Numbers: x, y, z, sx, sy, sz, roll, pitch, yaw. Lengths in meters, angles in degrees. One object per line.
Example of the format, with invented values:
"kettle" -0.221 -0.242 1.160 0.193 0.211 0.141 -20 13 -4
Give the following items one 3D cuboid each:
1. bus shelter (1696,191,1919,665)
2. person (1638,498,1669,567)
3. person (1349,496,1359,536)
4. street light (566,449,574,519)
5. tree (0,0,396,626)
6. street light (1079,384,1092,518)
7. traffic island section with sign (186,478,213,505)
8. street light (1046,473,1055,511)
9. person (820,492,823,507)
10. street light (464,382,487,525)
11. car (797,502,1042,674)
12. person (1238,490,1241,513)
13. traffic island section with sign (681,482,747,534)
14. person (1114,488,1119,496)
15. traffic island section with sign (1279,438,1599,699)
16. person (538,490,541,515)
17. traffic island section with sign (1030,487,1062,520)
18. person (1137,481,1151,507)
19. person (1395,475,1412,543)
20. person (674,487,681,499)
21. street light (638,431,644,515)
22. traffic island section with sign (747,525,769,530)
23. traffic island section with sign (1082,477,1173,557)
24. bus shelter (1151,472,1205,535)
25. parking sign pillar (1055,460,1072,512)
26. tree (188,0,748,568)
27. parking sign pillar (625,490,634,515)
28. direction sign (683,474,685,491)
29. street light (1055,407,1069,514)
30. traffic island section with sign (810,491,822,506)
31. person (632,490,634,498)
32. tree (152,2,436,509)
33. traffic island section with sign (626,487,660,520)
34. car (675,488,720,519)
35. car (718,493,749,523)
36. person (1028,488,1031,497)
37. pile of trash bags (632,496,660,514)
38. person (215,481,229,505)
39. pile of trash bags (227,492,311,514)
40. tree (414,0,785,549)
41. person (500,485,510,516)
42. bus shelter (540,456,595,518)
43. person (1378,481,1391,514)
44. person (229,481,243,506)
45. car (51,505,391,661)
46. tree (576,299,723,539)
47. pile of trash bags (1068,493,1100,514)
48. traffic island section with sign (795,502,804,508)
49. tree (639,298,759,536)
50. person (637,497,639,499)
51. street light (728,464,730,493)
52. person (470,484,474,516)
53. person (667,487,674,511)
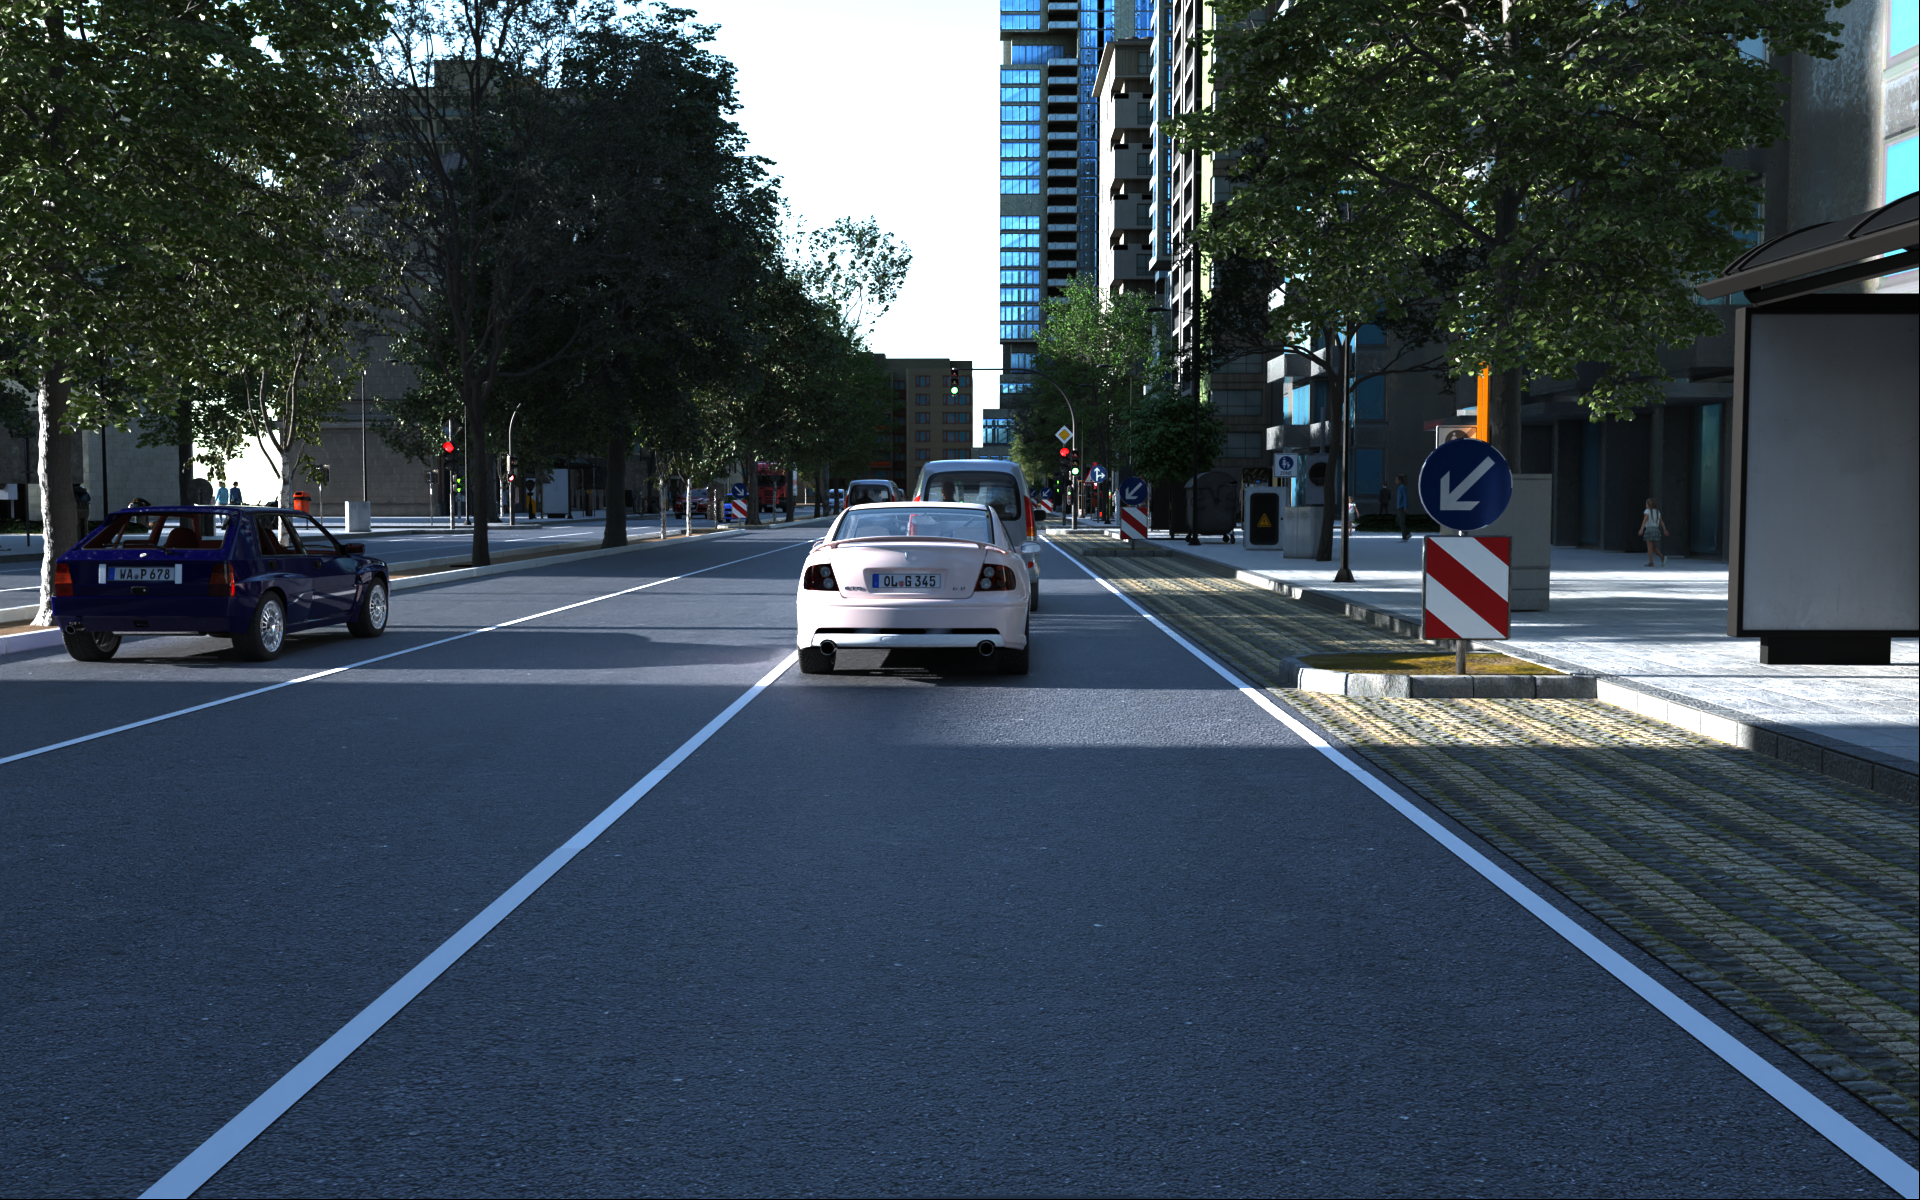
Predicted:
"bus shelter" 6.576 -1.013 10.480 2.014 3.302 5.546 0 4 1
"person" 12.197 -1.189 30.505 0.505 1.210 0.382 -2 4 -26
"person" 11.985 -2.565 52.989 0.505 1.210 0.382 2 4 31
"street light" -19.626 -7.146 89.386 1.470 5.913 1.316 0 4 1
"tree" -9.921 -6.016 18.944 7.486 12.596 7.792 0 3 0
"street light" 5.739 -6.174 73.481 1.470 5.913 1.316 0 4 1
"traffic island section with sign" -18.453 -2.013 41.538 1.989 1.847 2.006 0 4 1
"street light" 6.248 -8.392 109.748 1.470 5.913 1.316 0 4 1
"person" -15.315 -11.100 191.460 0.593 1.643 0.415 0 4 3
"street light" -19.829 -6.051 71.476 1.470 5.913 1.316 0 4 1
"car" -0.315 -0.172 15.178 2.083 1.381 4.827 0 4 2
"person" 13.883 -4.863 85.401 0.795 1.843 0.661 1 4 21
"traffic island section with sign" -9.002 -3.364 63.144 2.006 1.907 1.989 0 4 1
"person" 12.924 -8.341 142.592 0.511 1.800 0.466 1 4 21
"traffic island section with sign" 3.475 -0.268 13.008 1.989 1.847 2.006 0 4 1
"person" -25.607 -5.944 105.830 0.503 1.515 0.523 2 4 27
"traffic island section with sign" 4.616 -5.309 95.431 1.989 1.847 2.006 0 4 1
"person" 7.426 -3.913 69.986 0.622 1.834 0.822 1 4 12
"person" 11.744 -2.414 45.858 0.444 1.785 0.601 1 4 23
"person" -22.221 -7.980 136.508 0.794 1.824 0.713 0 4 -7
"street light" -19.286 -8.258 107.555 1.470 5.913 1.316 0 4 1
"traffic island section with sign" -8.890 -3.817 70.551 2.006 1.907 1.989 0 4 1
"traffic island section with sign" 3.853 -1.929 40.168 1.989 1.847 2.006 0 4 1
"bus shelter" 7.061 -4.007 56.801 1.731 3.624 6.357 0 4 1
"parking sign pillar" 7.392 -8.116 121.166 1.447 3.967 1.447 -1 4 -20
"tree" -9.325 -7.367 33.282 12.009 13.543 11.850 0 3 0
"parking sign pillar" -21.140 -7.323 108.196 1.447 3.967 1.447 0 4 -6
"direction sign" -20.168 -8.230 126.561 0.379 3.537 0.876 -1 4 -9
"street light" 5.960 -7.297 91.840 1.470 5.913 1.316 0 4 1
"traffic island section with sign" -16.241 -11.726 200.339 1.989 1.847 2.006 0 4 1
"person" -27.127 -8.374 143.140 0.590 1.801 0.661 2 4 25
"tree" -9.791 -4.419 25.074 4.360 8.622 3.978 0 3 0
"traffic island section with sign" -17.691 -5.339 95.927 1.989 1.847 2.006 0 4 1
"car" -15.248 -5.652 101.077 2.281 1.827 5.304 0 4 2
"car" -11.310 -4.810 88.234 1.945 1.707 3.694 0 4 2
"person" 4.455 -6.467 114.212 0.580 1.828 0.573 2 4 24
"pile of trash bags" -20.574 -6.305 112.843 1.912 1.369 3.447 -1 4 -13
"person" -31.681 -4.191 74.422 0.638 1.841 0.748 -3 5 -44
"pile of trash bags" -24.913 -3.226 62.497 3.447 1.369 1.912 1 4 17
"tree" -8.897 -8.267 44.276 9.857 13.997 8.962 0 3 0
"person" -26.917 -5.905 102.679 0.778 1.811 0.616 -2 4 -23
"bus shelter" -21.404 -6.128 94.110 2.014 3.302 5.546 0 4 1
"person" 19.098 -4.423 78.133 0.659 1.850 0.755 0 4 -7
"person" -30.544 -4.094 73.006 0.581 1.822 0.654 0 4 1
"car" -6.713 -0.221 16.187 1.945 1.354 3.894 0 4 2
"tree" -9.329 -6.206 54.290 4.737 8.622 4.395 0 3 0
"pile of trash bags" 8.144 -6.334 113.305 1.912 1.369 3.447 -2 4 -27
"traffic island section with sign" -16.626 -10.039 172.771 1.989 1.847 2.006 0 4 1
"tree" -9.230 -6.490 58.929 4.360 8.622 3.978 0 3 0
"person" -22.592 -7.123 122.602 0.679 1.850 0.850 1 4 11
"street light" -18.717 -10.501 144.225 1.470 5.913 1.316 0 4 1
"person" -28.246 -5.818 100.974 0.655 1.846 0.447 -2 4 -27
"person" -22.302 -7.808 133.694 0.794 1.824 0.713 2 4 30
